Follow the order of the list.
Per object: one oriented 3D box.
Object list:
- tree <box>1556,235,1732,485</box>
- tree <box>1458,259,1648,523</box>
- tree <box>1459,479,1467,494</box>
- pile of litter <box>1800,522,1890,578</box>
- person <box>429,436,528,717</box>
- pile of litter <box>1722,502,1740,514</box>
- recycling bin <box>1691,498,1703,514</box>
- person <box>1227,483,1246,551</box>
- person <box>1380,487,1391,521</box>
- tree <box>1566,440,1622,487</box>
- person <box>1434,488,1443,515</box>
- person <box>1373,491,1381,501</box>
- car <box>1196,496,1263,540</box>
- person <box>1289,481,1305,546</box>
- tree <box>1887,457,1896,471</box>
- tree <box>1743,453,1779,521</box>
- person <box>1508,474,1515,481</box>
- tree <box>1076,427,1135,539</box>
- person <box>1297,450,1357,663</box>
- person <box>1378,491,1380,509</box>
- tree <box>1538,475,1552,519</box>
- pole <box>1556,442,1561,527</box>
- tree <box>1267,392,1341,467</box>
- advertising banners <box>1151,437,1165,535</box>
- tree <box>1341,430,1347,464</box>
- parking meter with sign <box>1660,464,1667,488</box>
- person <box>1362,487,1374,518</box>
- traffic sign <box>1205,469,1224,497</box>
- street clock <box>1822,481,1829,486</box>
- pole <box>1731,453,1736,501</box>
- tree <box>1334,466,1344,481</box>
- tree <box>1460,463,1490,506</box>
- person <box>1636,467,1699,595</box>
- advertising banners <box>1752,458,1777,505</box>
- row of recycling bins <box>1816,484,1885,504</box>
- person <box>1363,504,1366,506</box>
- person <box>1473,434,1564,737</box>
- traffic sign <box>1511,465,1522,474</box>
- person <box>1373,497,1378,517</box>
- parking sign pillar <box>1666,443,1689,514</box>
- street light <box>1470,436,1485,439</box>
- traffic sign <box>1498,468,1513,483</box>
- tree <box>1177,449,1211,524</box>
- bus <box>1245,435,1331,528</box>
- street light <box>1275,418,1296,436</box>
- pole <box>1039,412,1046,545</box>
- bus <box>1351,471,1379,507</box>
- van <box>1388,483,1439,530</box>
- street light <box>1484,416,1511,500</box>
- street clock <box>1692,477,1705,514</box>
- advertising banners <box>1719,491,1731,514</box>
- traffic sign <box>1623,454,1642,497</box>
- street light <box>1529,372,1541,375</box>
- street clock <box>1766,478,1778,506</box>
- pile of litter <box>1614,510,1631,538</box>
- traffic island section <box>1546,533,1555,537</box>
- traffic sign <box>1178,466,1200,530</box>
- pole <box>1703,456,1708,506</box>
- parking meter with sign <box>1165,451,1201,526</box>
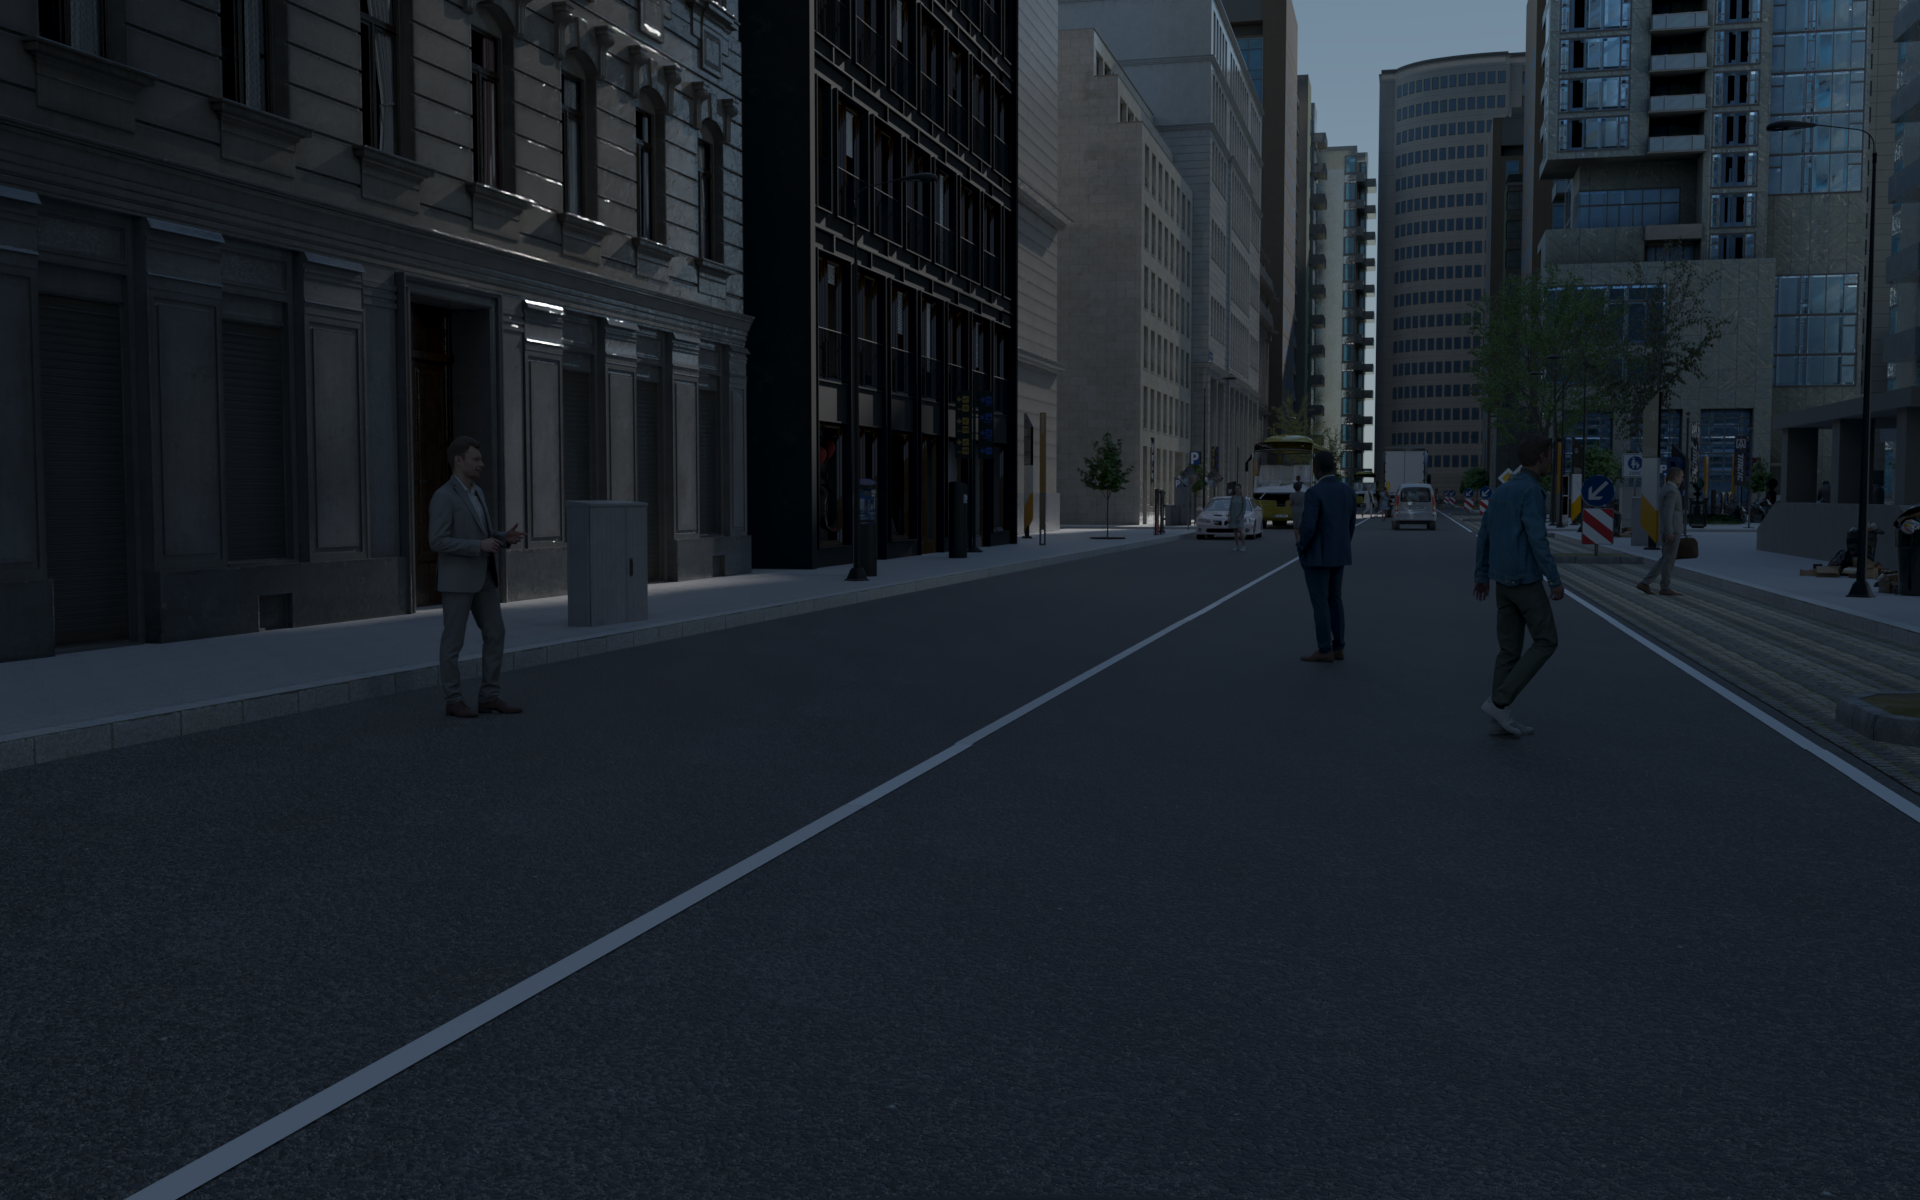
[{"bbox_3d":[19.474,-6.042,49.148,4.360,8.622,3.978,0,3,0],"label":"tree"},{"bbox_3d":[26.656,-9.310,77.971,9.928,11.665,9.643,0,3,0],"label":"tree"},{"bbox_3d":[58.090,-12.572,200.145,1.663,3.219,1.824,0,3,0],"label":"tree"},{"bbox_3d":[13.764,-0.780,26.724,1.176,0.858,1.719,0,4,-6],"label":"pile of litter"},{"bbox_3d":[-3.097,-0.149,11.142,0.583,1.804,0.606,1,4,11],"label":"person"},{"bbox_3d":[40.362,-4.678,90.452,1.719,0.858,1.176,-3,5,-44],"label":"pile of litter"},{"bbox_3d":[44.944,-5.682,105.459,0.722,1.027,0.722,0,4,2],"label":"recycling bin"},{"bbox_3d":[7.017,-2.092,43.712,0.512,1.701,0.522,2,4,32],"label":"person"},{"bbox_3d":[22.546,-5.088,91.776,0.616,1.811,0.778,1,4,18],"label":"person"},{"bbox_3d":[38.609,-7.419,105.022,4.285,4.588,4.351,0,3,0],"label":"tree"},{"bbox_3d":[32.061,-6.608,116.517,0.794,1.824,0.713,-1,4,-23],"label":"person"},{"bbox_3d":[38.676,-9.287,161.064,1.217,1.735,0.721,-2,4,-27],"label":"person"},{"bbox_3d":[8.769,-2.679,56.160,2.083,1.381,4.827,1,4,14],"label":"car"},{"bbox_3d":[9.406,-2.376,47.700,0.716,1.782,0.532,0,4,4],"label":"person"},{"bbox_3d":[26.573,-3.231,47.421,1.663,3.219,1.824,0,3,0],"label":"tree"},{"bbox_3d":[37.381,-5.303,81.309,1.663,3.219,1.824,0,3,0],"label":"tree"},{"bbox_3d":[11.194,-1.626,34.959,0.514,1.842,0.818,-2,4,-28],"label":"person"},{"bbox_3d":[4.326,-3.359,49.521,1.663,3.219,1.824,0,3,0],"label":"tree"},{"bbox_3d":[3.142,-0.374,14.799,0.721,1.800,0.419,-3,5,-42],"label":"person"},{"bbox_3d":[39.347,-9.376,162.620,0.721,1.723,1.217,0,4,-5],"label":"person"},{"bbox_3d":[30.129,-5.809,89.578,1.663,3.219,1.824,0,3,0],"label":"tree"},{"bbox_3d":[23.609,-4.547,68.182,0.158,3.312,0.155,0,3,0],"label":"pole"},{"bbox_3d":[24.136,-10.620,123.992,4.737,8.622,4.395,0,3,0],"label":"tree"},{"bbox_3d":[6.163,-3.541,54.080,0.090,3.025,2.074,1,4,19],"label":"advertising banners"},{"bbox_3d":[38.704,-14.165,181.966,4.737,8.622,4.395,0,3,0],"label":"tree"},{"bbox_3d":[41.447,-6.452,101.746,0.543,3.016,1.738,2,4,31],"label":"parking meter with sign"},{"bbox_3d":[24.065,-5.734,102.132,0.514,1.842,0.818,-3,5,-42],"label":"person"},{"bbox_3d":[10.101,-3.997,68.995,0.795,2.450,0.064,1,4,15],"label":"traffic sign"},{"bbox_3d":[47.431,-5.525,94.900,0.358,2.002,0.471,1,4,10],"label":"street clock"},{"bbox_3d":[38.662,-5.669,86.534,0.158,3.312,0.155,0,3,0],"label":"pole"},{"bbox_3d":[35.892,-11.372,169.653,4.285,4.588,4.351,0,3,0],"label":"tree"},{"bbox_3d":[54.919,-12.262,184.199,4.285,4.588,4.351,0,3,0],"label":"tree"},{"bbox_3d":[10.002,-0.963,24.365,0.853,1.813,0.709,1,4,9],"label":"person"},{"bbox_3d":[38.697,-5.282,82.552,2.074,3.025,0.090,3,4,36],"label":"advertising banners"},{"bbox_3d":[37.175,-4.043,73.221,3.534,1.692,1.069,0,4,7],"label":"row of recycling bins"},{"bbox_3d":[47.756,-11.910,204.171,0.436,1.711,0.756,-1,4,-17],"label":"person"},{"bbox_3d":[3.272,-0.084,10.215,0.444,1.785,0.601,0,4,-6],"label":"person"},{"bbox_3d":[18.913,-3.351,58.432,0.795,2.450,0.064,1,4,15],"label":"traffic sign"},{"bbox_3d":[25.828,-5.774,107.594,0.332,1.250,0.352,-1,4,-13],"label":"person"},{"bbox_3d":[37.468,-6.238,90.456,1.447,3.967,1.447,-1,4,-13],"label":"parking sign pillar"},{"bbox_3d":[41.362,-10.141,138.344,1.470,5.913,1.316,1,4,15],"label":"street light"},{"bbox_3d":[20.929,-3.824,66.159,0.795,2.450,0.064,1,4,15],"label":"traffic sign"},{"bbox_3d":[10.093,-4.918,75.011,1.663,3.219,1.824,0,3,0],"label":"tree"},{"bbox_3d":[14.572,-5.141,75.606,2.896,3.916,12.252,1,4,16],"label":"bus"},{"bbox_3d":[19.730,-8.131,105.476,1.470,5.913,1.316,1,4,15],"label":"street light"},{"bbox_3d":[2.075,-3.028,43.357,0.158,3.312,0.155,0,3,0],"label":"pole"},{"bbox_3d":[44.481,-12.143,190.076,2.896,3.916,12.252,1,4,14],"label":"bus"},{"bbox_3d":[18.302,-3.844,69.868,2.013,2.044,4.112,1,4,13],"label":"van"},{"bbox_3d":[31.838,-7.923,102.088,1.470,5.913,1.316,1,4,15],"label":"street light"},{"bbox_3d":[34.529,-4.676,81.015,0.358,2.002,0.471,-3,5,-43],"label":"street clock"},{"bbox_3d":[41.195,-5.908,92.791,2.074,3.025,0.090,-3,5,-43],"label":"advertising banners"},{"bbox_3d":[16.998,-2.539,43.648,0.606,2.300,0.079,1,4,19],"label":"traffic sign"},{"bbox_3d":[22.309,-5.704,65.802,1.470,5.913,1.316,1,4,15],"label":"street light"},{"bbox_3d":[37.209,-4.579,79.438,0.471,2.002,0.358,-1,4,-9],"label":"street clock"},{"bbox_3d":[19.804,-2.312,51.761,1.719,0.858,1.176,-3,5,-42],"label":"pile of litter"},{"bbox_3d":[18.938,-2.215,58.503,2.009,0.180,2.903,1,4,15],"label":"traffic island section"},{"bbox_3d":[8.085,-3.524,61.267,0.795,2.450,0.064,1,4,15],"label":"traffic sign"},{"bbox_3d":[40.401,-6.117,93.863,0.158,3.312,0.155,0,3,0],"label":"pole"},{"bbox_3d":[9.039,-4.537,70.433,1.738,3.016,0.543,-3,5,-44],"label":"parking meter with sign"}]
